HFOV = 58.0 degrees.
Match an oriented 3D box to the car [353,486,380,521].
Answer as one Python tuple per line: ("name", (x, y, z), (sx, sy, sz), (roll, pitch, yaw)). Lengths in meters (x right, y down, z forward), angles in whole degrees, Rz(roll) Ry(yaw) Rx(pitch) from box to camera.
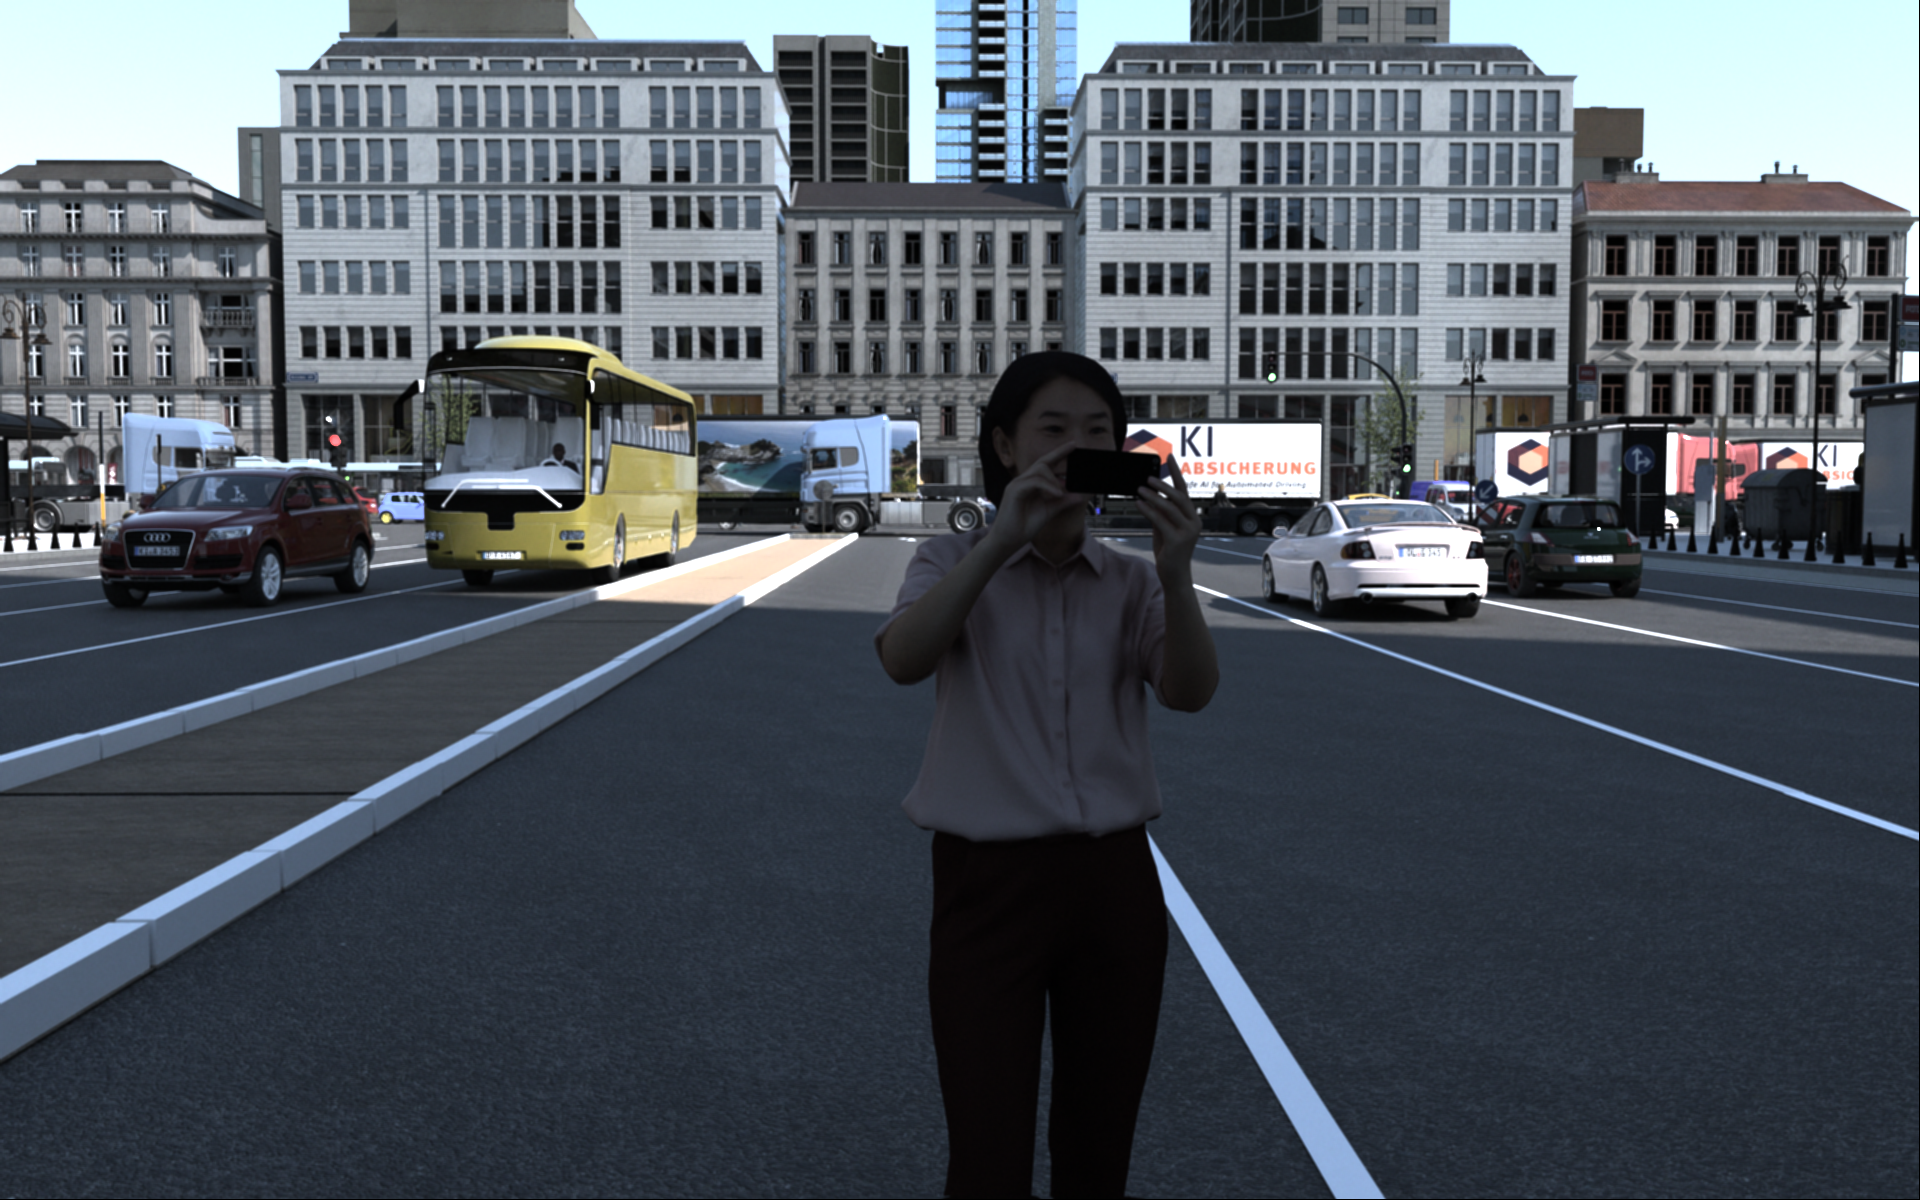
("car", (-26.519, -3.800, 70.796), (5.304, 1.827, 2.281), (0, 4, 0))

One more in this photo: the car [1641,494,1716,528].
("car", (28.638, -3.635, 69.211), (4.222, 1.686, 2.009), (0, 4, -1))

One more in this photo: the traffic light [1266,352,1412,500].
("traffic light", (12.136, -4.946, 55.528), (4.771, 5.953, 1.251), (0, 4, -1))

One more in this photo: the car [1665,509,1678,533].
("car", (25.510, -3.262, 65.698), (2.083, 1.381, 4.827), (0, 4, -2))

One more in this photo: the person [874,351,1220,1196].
("person", (0.142, 0.459, 2.456), (0.517, 1.644, 0.566), (2, 4, 27))

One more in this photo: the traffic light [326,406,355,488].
("traffic light", (-19.730, -4.047, 55.084), (0.839, 4.253, 0.868), (0, 4, -1))

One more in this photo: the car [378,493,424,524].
("car", (-26.006, -4.500, 83.163), (3.694, 1.707, 1.945), (0, 4, 0))

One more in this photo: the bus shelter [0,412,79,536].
("bus shelter", (-23.689, -2.941, 42.002), (2.014, 3.302, 5.546), (0, 4, -1))

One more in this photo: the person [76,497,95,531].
("person", (-34.306, -3.443, 67.984), (0.799, 1.438, 0.628), (-2, 4, -25))

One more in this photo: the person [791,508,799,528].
("person", (-6.841, -3.903, 72.494), (0.466, 1.800, 0.511), (-2, 4, -32))

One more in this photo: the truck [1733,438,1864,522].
("truck", (42.546, -6.093, 88.528), (11.283, 4.237, 2.839), (0, 4, -3))

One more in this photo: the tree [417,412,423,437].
("tree", (-29.628, -9.261, 101.784), (4.737, 8.622, 4.395), (0, 3, 0))

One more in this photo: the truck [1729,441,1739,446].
("truck", (46.587, -6.286, 91.688), (11.283, 4.237, 2.839), (0, 4, -2))

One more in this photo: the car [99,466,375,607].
("car", (-9.719, -0.915, 23.633), (2.281, 1.827, 5.304), (0, 4, 1))

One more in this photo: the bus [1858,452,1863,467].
("bus", (49.915, -5.618, 83.402), (12.252, 3.916, 2.896), (0, 4, 0))

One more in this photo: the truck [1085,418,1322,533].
("truck", (7.702, -4.654, 65.010), (11.283, 4.237, 2.839), (0, 4, 0))

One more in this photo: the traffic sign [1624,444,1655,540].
("traffic sign", (17.412, -2.713, 44.464), (0.768, 2.556, 0.104), (0, 4, 4))

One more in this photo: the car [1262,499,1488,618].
("car", (5.025, -0.557, 21.469), (2.083, 1.381, 4.827), (0, 4, -2))

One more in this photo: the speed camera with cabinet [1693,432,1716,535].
("speed camera with cabinet", (23.902, -3.746, 55.583), (0.660, 3.252, 2.038), (2, 4, 25))

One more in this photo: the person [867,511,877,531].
("person", (-3.538, -3.411, 67.504), (0.776, 1.435, 0.726), (0, 4, 6))

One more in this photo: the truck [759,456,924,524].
("truck", (-5.767, -5.359, 83.539), (9.791, 3.379, 3.469), (0, 4, -1))

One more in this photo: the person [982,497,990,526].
("person", (1.101, -3.961, 76.500), (0.697, 1.427, 0.421), (2, 4, 32))

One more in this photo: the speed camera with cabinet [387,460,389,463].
("speed camera with cabinet", (-32.671, -6.501, 100.631), (0.660, 3.252, 2.038), (3, 5, 43))

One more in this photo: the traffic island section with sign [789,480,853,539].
("traffic island section with sign", (-4.439, -2.911, 55.726), (2.006, 1.907, 1.989), (0, 4, -1))

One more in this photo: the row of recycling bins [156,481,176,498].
("row of recycling bins", (-24.106, -2.843, 53.588), (1.069, 1.692, 3.534), (-2, 4, -33))

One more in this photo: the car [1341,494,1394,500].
("car", (18.423, -4.031, 76.129), (3.980, 1.641, 2.015), (0, 4, -1))

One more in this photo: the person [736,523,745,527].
("person", (-9.642, -4.088, 75.319), (0.713, 1.824, 0.794), (1, 4, 11))

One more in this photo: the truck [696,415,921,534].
("truck", (-7.089, -4.486, 62.264), (11.283, 4.237, 2.839), (0, 4, 0))

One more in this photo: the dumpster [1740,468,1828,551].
("dumpster", (18.799, -2.063, 39.496), (1.264, 1.857, 1.865), (0, 4, -1))

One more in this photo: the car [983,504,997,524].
("car", (3.094, -3.464, 68.639), (4.499, 1.417, 2.014), (0, 4, 0))

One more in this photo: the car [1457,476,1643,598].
("car", (8.432, -0.950, 25.319), (2.009, 1.686, 4.222), (0, 4, -3))

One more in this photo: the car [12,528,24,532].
("car", (-36.561, -3.478, 65.657), (4.718, 1.807, 1.959), (0, 4, 1))

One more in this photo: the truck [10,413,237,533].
("truck", (-33.342, -4.179, 58.093), (18.799, 4.110, 2.967), (0, 4, -2))

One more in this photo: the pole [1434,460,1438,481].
("pole", (28.417, -6.701, 103.402), (0.158, 3.312, 0.155), (0, 3, 0))

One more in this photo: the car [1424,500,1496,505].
("car", (20.911, -3.751, 70.370), (4.494, 1.783, 2.155), (0, 4, 0))

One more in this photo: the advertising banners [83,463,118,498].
("advertising banners", (-48.393, -6.181, 97.254), (2.074, 3.025, 0.090), (-2, 4, -33))

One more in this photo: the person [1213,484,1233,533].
("person", (9.755, -3.320, 62.997), (0.699, 1.804, 1.509), (-2, 4, -31))

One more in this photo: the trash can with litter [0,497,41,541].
("trash can with litter", (-26.464, -2.269, 48.152), (1.678, 1.210, 2.233), (0, 4, 1))

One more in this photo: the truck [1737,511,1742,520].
("truck", (38.152, -5.492, 79.549), (18.799, 4.110, 2.967), (0, 4, -1))

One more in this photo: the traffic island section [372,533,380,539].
("traffic island section", (-19.770, -2.015, 55.218), (2.009, 0.180, 2.903), (0, 4, -1))

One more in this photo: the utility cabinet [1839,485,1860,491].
("utility cabinet", (20.812, -1.952, 40.592), (0.318, 1.500, 1.173), (1, 4, 20))

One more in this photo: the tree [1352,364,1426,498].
("tree", (24.177, -8.984, 97.247), (4.737, 8.622, 4.395), (0, 3, 0))

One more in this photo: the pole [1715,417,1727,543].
("pole", (20.085, -3.172, 45.700), (0.158, 3.312, 0.155), (0, 3, 0))

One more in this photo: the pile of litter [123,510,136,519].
("pile of litter", (-22.651, -2.063, 47.703), (1.719, 0.858, 1.176), (-3, 5, -41))

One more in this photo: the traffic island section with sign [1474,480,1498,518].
("traffic island section with sign", (14.406, -2.443, 48.569), (1.989, 1.847, 2.006), (0, 4, -1))

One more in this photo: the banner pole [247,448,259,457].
("banner pole", (-38.305, -6.349, 93.816), (0.401, 3.779, 0.863), (3, 5, 41))

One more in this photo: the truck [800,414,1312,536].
("truck", (3.285, -4.249, 59.223), (18.799, 4.110, 2.967), (0, 3, 0))

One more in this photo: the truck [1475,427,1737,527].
("truck", (27.978, -5.218, 74.232), (11.283, 4.237, 2.839), (0, 4, -2))
